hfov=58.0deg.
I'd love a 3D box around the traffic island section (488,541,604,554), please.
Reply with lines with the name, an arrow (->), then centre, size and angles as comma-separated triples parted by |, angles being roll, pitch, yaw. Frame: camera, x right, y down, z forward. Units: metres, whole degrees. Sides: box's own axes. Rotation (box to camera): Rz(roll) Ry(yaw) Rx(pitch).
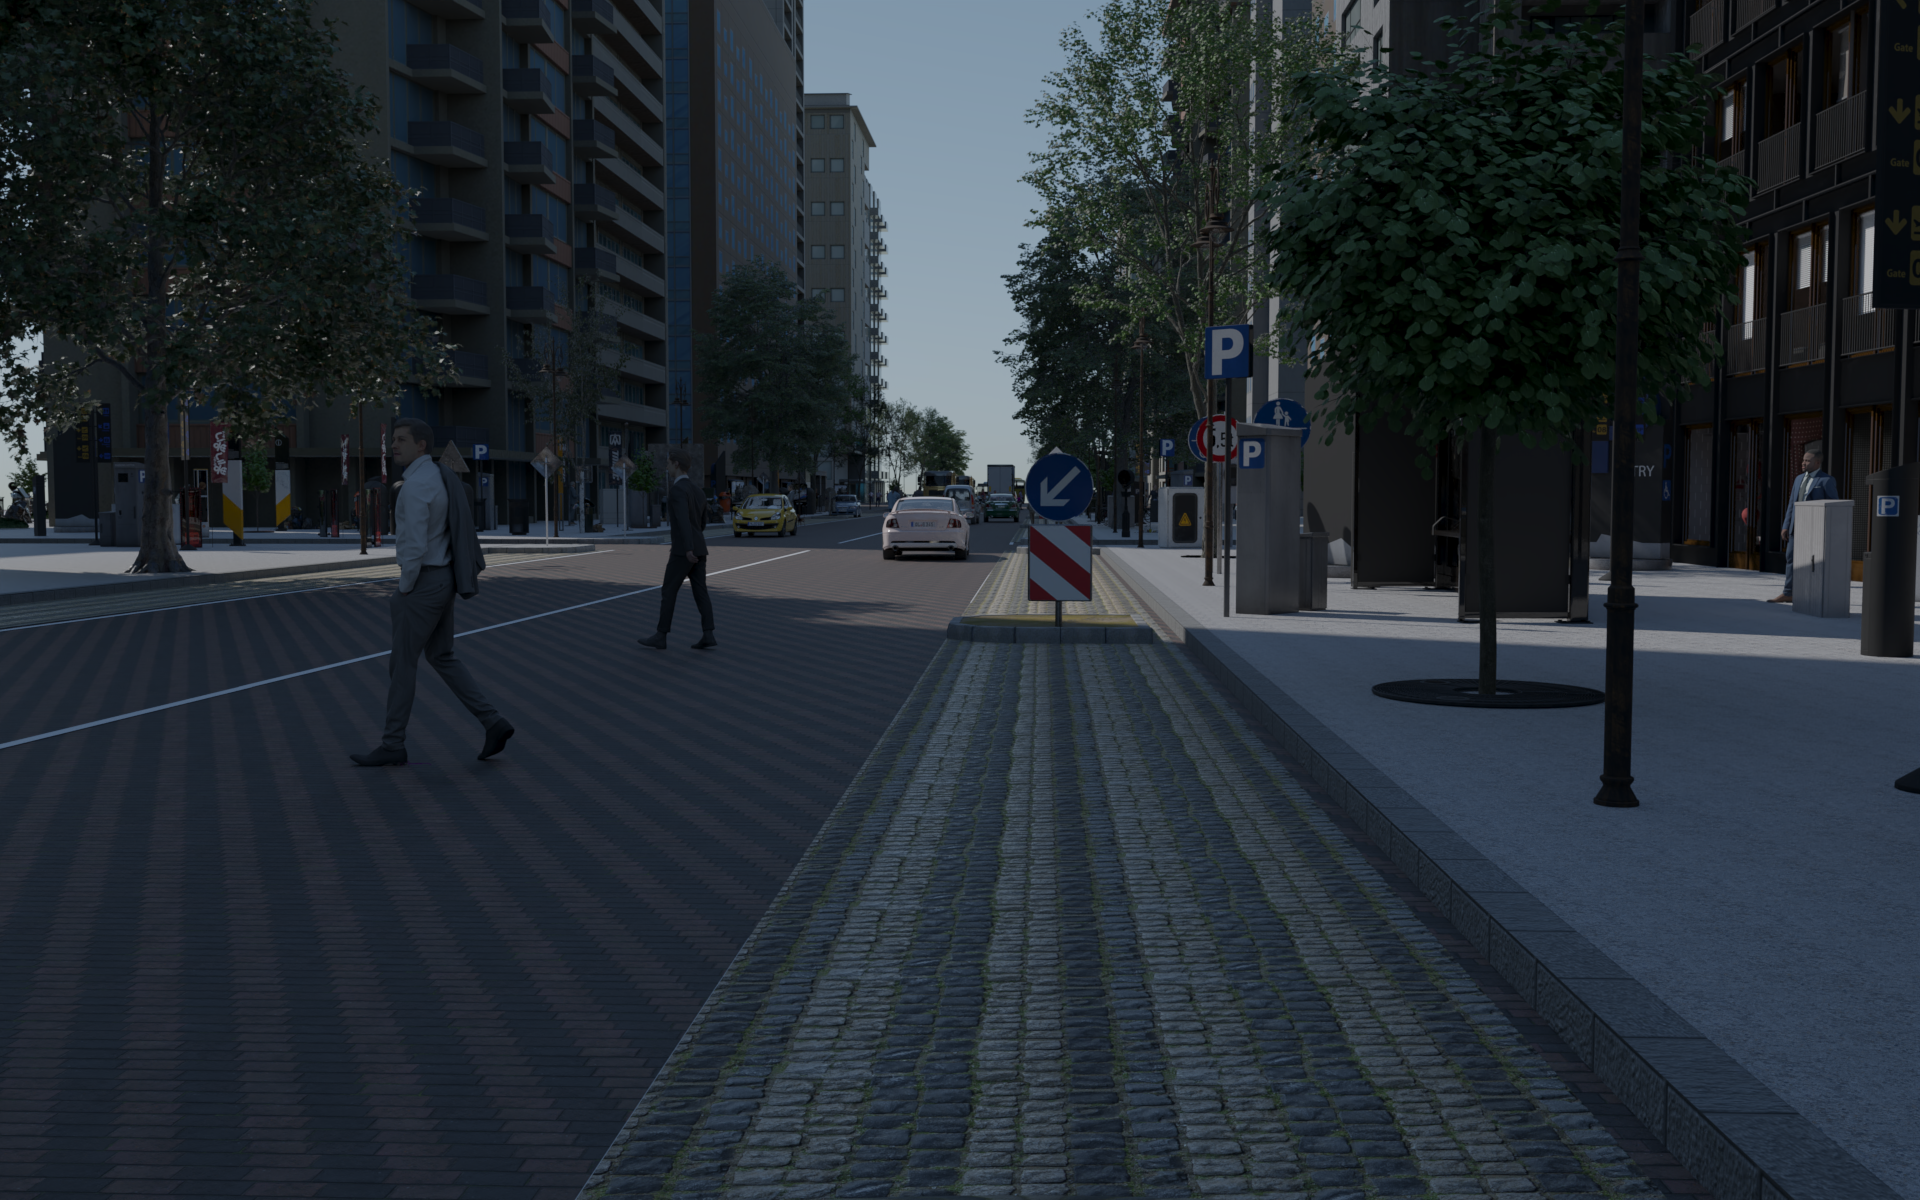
traffic island section -> -10.238, -1.256, 42.818 | 2.009, 0.180, 2.903 | 0, 4, 3

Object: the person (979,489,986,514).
person -> 1.624, -7.065, 123.984 | 0.573, 1.828, 0.580 | -1, 4, -10

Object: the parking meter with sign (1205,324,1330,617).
parking meter with sign -> 3.343, -1.366, 18.590 | 0.543, 3.016, 1.738 | 3, 5, 43

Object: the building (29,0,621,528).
building -> -28.140, -25.888, 77.887 | 22.147, 44.769, 28.867 | 0, 4, 3

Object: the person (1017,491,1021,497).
person -> 7.504, -12.639, 215.086 | 0.705, 1.831, 1.348 | -3, 4, -37

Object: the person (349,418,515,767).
person -> -2.810, -0.037, 9.207 | 0.850, 1.850, 0.679 | 0, 4, -4

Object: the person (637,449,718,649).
person -> -2.604, -0.472, 16.001 | 0.755, 1.850, 0.659 | 1, 4, 21

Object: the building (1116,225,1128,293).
building -> 32.032, -38.290, 276.155 | 14.600, 45.320, 14.200 | 0, 4, 3

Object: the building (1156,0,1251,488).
building -> 28.450, -30.116, 147.021 | 22.147, 44.769, 28.867 | 0, 4, 3

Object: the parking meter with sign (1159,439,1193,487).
parking meter with sign -> 6.923, -3.542, 54.170 | 0.543, 3.016, 1.738 | -2, 4, -27

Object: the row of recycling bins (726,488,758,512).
row of recycling bins -> -15.242, -7.158, 124.139 | 3.534, 1.692, 1.069 | 0, 4, -1

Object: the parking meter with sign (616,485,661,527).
parking meter with sign -> -12.553, -4.355, 67.465 | 1.738, 3.016, 0.543 | -2, 4, -30

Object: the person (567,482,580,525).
person -> -16.178, -4.063, 72.649 | 0.590, 1.801, 0.661 | -3, 4, -37

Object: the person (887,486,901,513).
person -> -2.918, -4.061, 75.158 | 0.793, 1.790, 0.793 | -1, 4, -18

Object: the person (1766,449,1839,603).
person -> 9.885, -0.856, 20.225 | 0.419, 1.800, 0.721 | -2, 4, -30

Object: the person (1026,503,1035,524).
person -> 3.178, -3.912, 76.726 | 0.475, 1.303, 0.640 | 0, 4, -4

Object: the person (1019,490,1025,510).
person -> 5.588, -8.985, 155.278 | 0.599, 1.838, 0.709 | 1, 4, 16

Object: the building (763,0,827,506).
building -> -24.661, -45.320, 179.237 | 20.563, 71.187, 20.611 | 0, 4, 3

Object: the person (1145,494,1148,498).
person -> 18.196, -10.182, 173.337 | 1.217, 1.723, 0.721 | 1, 4, 17

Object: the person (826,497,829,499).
person -> -10.035, -7.652, 132.068 | 0.530, 1.710, 0.541 | 3, 5, 44

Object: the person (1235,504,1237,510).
person -> 11.536, -3.944, 70.619 | 0.616, 1.811, 0.778 | 0, 4, -7

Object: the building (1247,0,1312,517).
building -> 28.934, -34.680, 109.017 | 21.231, 58.520, 28.212 | 0, 4, 3

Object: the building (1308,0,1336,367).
building -> 23.864, -26.163, 77.878 | 14.600, 45.320, 14.200 | 0, 4, 3

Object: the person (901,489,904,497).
person -> -6.361, -11.164, 188.658 | 1.350, 1.814, 0.705 | 2, 4, 35

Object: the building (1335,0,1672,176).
building -> 21.667, -17.811, 62.905 | 14.107, 30.474, 14.160 | 0, 4, 3

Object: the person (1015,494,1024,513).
person -> 4.310, -7.141, 128.485 | 0.991, 1.433, 0.599 | 2, 4, 33

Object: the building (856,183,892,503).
building -> -22.574, -39.272, 261.708 | 23.786, 49.044, 30.456 | 0, 4, 3

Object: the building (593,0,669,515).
building -> -31.660, -29.813, 111.146 | 21.300, 48.544, 21.600 | 0, 4, 3

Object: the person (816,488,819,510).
person -> -11.368, -8.010, 137.526 | 0.721, 1.766, 1.217 | 3, 4, 37

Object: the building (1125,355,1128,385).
building -> 30.536, -29.125, 247.896 | 14.160, 30.474, 14.107 | 0, 4, 3

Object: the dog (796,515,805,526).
dog -> -7.207, -3.614, 78.378 | 0.540, 0.507, 0.406 | 1, 4, 15

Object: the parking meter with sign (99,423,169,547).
parking meter with sign -> -20.041, -2.793, 41.925 | 1.738, 3.016, 0.543 | 1, 4, 15

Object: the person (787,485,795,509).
person -> -6.467, -3.438, 64.986 | 0.573, 1.790, 0.520 | -2, 4, -27

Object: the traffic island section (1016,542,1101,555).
traffic island section -> 2.389, -1.219, 42.217 | 2.009, 0.180, 2.903 | 0, 4, 3

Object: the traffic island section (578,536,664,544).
traffic island section -> -9.860, -1.744, 50.794 | 2.009, 0.180, 2.903 | 0, 4, 3

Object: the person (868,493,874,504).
person -> -11.756, -13.558, 228.660 | 0.756, 1.711, 0.436 | 0, 4, -4

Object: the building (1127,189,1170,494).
building -> 29.574, -33.635, 233.527 | 14.154, 41.232, 14.086 | 0, 4, 3

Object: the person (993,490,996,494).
person -> 2.535, -7.217, 127.433 | 0.756, 1.711, 0.436 | -1, 4, -13

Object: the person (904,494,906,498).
person -> -4.545, -8.031, 143.073 | 0.557, 1.426, 1.065 | -1, 4, -12

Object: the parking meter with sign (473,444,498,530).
parking meter with sign -> -16.743, -3.975, 61.250 | 0.543, 3.016, 1.738 | 0, 4, -4

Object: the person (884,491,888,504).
person -> -9.841, -13.946, 234.735 | 1.217, 1.739, 0.721 | -1, 4, -10

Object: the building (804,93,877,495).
building -> -26.543, -39.350, 232.615 | 28.713, 52.752, 27.495 | 0, 4, 3

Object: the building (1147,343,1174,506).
building -> 33.854, -20.284, 176.681 | 27.650, 21.520, 28.899 | 0, 4, 3

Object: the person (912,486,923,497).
person -> -2.224, -5.006, 90.155 | 0.655, 1.846, 0.447 | 0, 4, -6

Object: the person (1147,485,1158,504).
person -> 9.985, -5.075, 89.442 | 0.576, 1.772, 0.534 | -2, 4, -29

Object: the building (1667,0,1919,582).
building -> 19.032, -11.886, 24.016 | 12.332, 23.373, 15.834 | 0, 4, 3

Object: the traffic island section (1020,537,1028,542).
traffic island section -> 2.767, -1.707, 50.193 | 2.009, 0.180, 2.903 | 0, 4, 3

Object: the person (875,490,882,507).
person -> -8.229, -10.225, 174.160 | 0.756, 1.711, 0.436 | 3, 4, 37

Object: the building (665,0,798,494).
building -> -23.154, -31.326, 162.295 | 14.600, 45.320, 14.200 | 0, 4, 3

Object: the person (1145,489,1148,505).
person -> 21.161, -11.641, 196.386 | 0.705, 1.823, 1.348 | 1, 4, 11
